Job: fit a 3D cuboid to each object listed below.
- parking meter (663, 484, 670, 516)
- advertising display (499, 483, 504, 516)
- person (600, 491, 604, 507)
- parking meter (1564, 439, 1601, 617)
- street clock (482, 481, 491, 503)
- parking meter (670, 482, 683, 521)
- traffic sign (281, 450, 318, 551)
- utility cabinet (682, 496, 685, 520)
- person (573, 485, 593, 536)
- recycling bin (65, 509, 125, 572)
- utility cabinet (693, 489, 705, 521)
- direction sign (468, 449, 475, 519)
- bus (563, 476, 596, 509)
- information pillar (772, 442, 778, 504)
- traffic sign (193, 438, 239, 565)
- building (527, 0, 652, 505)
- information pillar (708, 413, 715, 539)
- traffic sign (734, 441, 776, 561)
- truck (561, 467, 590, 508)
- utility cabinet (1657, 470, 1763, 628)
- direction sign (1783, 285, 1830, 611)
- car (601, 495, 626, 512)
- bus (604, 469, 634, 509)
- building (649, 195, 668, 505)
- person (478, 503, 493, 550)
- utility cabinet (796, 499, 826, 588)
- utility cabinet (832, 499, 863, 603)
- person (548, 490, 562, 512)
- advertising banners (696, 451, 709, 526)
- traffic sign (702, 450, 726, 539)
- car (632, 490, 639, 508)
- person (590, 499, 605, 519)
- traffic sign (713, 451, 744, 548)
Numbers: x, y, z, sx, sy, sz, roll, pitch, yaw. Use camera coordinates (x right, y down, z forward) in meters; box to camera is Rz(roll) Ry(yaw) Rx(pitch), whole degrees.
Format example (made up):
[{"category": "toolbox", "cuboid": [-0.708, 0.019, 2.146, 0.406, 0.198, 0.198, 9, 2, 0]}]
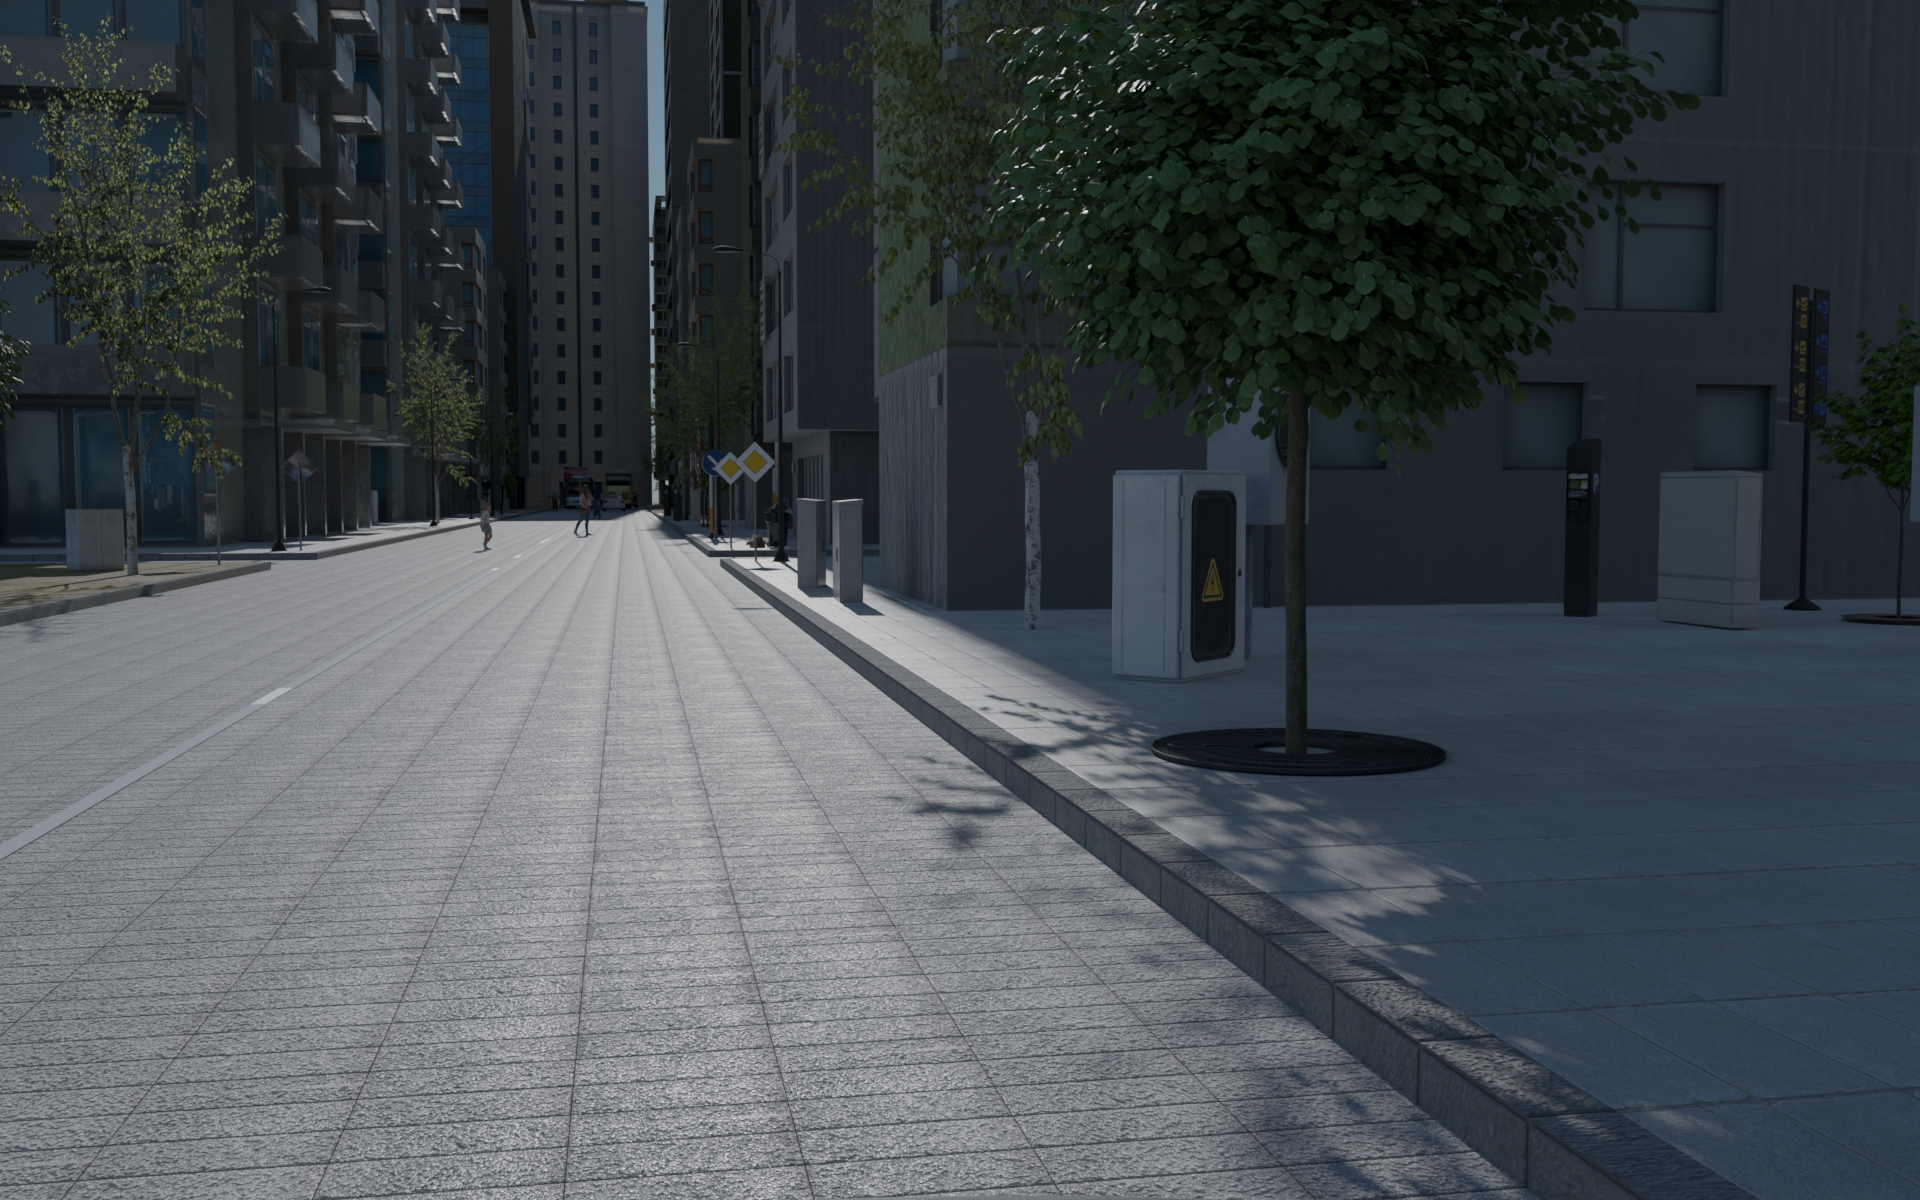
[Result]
[{"category": "parking meter", "cuboid": [-17.255, -5.895, 102.099, 0.399, 1.863, 0.255, 1, 4, 18]}, {"category": "advertising display", "cuboid": [-27.094, -5.938, 102.293, 0.123, 1.923, 0.974, -1, 4, -23]}, {"category": "person", "cuboid": [-30.845, -8.578, 149.682, 0.436, 1.711, 0.756, -1, 4, -12]}, {"category": "parking meter", "cuboid": [6.519, -0.760, 18.144, 0.255, 1.863, 0.399, 3, 4, 37]}, {"category": "street clock", "cuboid": [-25.330, -5.389, 92.684, 0.358, 2.002, 0.471, 3, 4, 39]}, {"category": "parking meter", "cuboid": [-13.465, -4.706, 82.652, 0.399, 1.863, 0.255, 2, 4, 29]}, {"category": "traffic sign", "cuboid": [-14.886, -2.166, 39.059, 0.795, 2.450, 0.064, -1, 4, -11]}, {"category": "utility cabinet", "cuboid": [-14.049, -4.627, 86.816, 0.306, 1.237, 1.020, -2, 4, -23]}, {"category": "person", "cuboid": [-13.013, -3.100, 59.782, 0.643, 1.750, 0.593, 1, 4, 12]}, {"category": "recycling bin", "cuboid": [-14.489, -1.006, 29.009, 0.722, 1.027, 0.722, -3, 5, -42]}, {"category": "utility cabinet", "cuboid": [-12.275, -4.470, 81.766, 0.318, 1.500, 1.173, 1, 4, 16]}, {"category": "direction sign", "cuboid": [-24.888, -5.882, 88.165, 0.379, 3.537, 0.876, -1, 4, -19]}, {"category": "bus", "cuboid": [-36.680, -10.559, 167.506, 2.948, 3.499, 13.247, -1, 4, -11]}, {"category": "information pillar", "cuboid": [-5.757, -3.878, 54.757, 0.183, 3.616, 0.504, 2, 4, 26]}, {"category": "traffic sign", "cuboid": [-13.377, -1.687, 31.218, 0.795, 2.450, 0.064, -1, 4, -11]}, {"category": "building", "cuboid": [-51.001, -40.515, 204.425, 28.212, 58.520, 21.231, -1, 4, -11]}, {"category": "information pillar", "cuboid": [-7.178, -3.591, 50.063, 0.183, 3.616, 0.504, 0, 4, -1]}, {"category": "traffic sign", "cuboid": [-3.902, -1.796, 33.013, 0.795, 2.450, 0.064, -1, 4, -11]}, {"category": "truck", "cuboid": [-40.054, -11.747, 180.982, 2.839, 4.237, 11.283, -1, 4, -11]}, {"category": "utility cabinet", "cuboid": [7.283, -0.499, 16.836, 0.318, 1.500, 1.173, -1, 4, -12]}, {"category": "direction sign", "cuboid": [9.336, -1.657, 19.093, 0.876, 3.537, 0.379, -3, 5, -41]}, {"category": "car", "cuboid": [-28.676, -8.022, 143.516, 2.083, 1.381, 4.827, -1, 4, -12]}, {"category": "bus", "cuboid": [-32.961, -10.749, 167.291, 2.896, 3.916, 12.252, -1, 4, -11]}, {"category": "building", "cuboid": [-26.037, -31.973, 214.631, 23.993, 40.220, 32.217, -1, 4, -11]}, {"category": "person", "cuboid": [-12.185, -1.883, 44.305, 0.382, 1.210, 0.505, -3, 5, -44]}, {"category": "utility cabinet", "cuboid": [-2.055, -0.792, 24.116, 0.306, 1.237, 1.020, 0, 4, 2]}, {"category": "utility cabinet", "cuboid": [-1.368, -0.598, 20.940, 0.306, 1.237, 1.020, -1, 4, -9]}, {"category": "person", "cuboid": [-32.760, -8.001, 140.054, 1.217, 1.736, 0.721, -2, 4, -24]}, {"category": "advertising banners", "cuboid": [-10.370, -4.493, 69.645, 0.090, 3.025, 2.074, -1, 4, -20]}, {"category": "traffic sign", "cuboid": [-7.005, -3.035, 49.720, 0.768, 2.556, 0.104, 0, 4, -1]}, {"category": "car", "cuboid": [-33.981, -10.301, 177.101, 2.281, 1.827, 5.304, -1, 4, -12]}, {"category": "person", "cuboid": [-21.059, -5.264, 100.062, 1.012, 1.151, 0.738, -1, 4, -10]}, {"category": "traffic sign", "cuboid": [-5.411, -2.276, 40.855, 0.795, 2.450, 0.064, -1, 4, -11]}]
